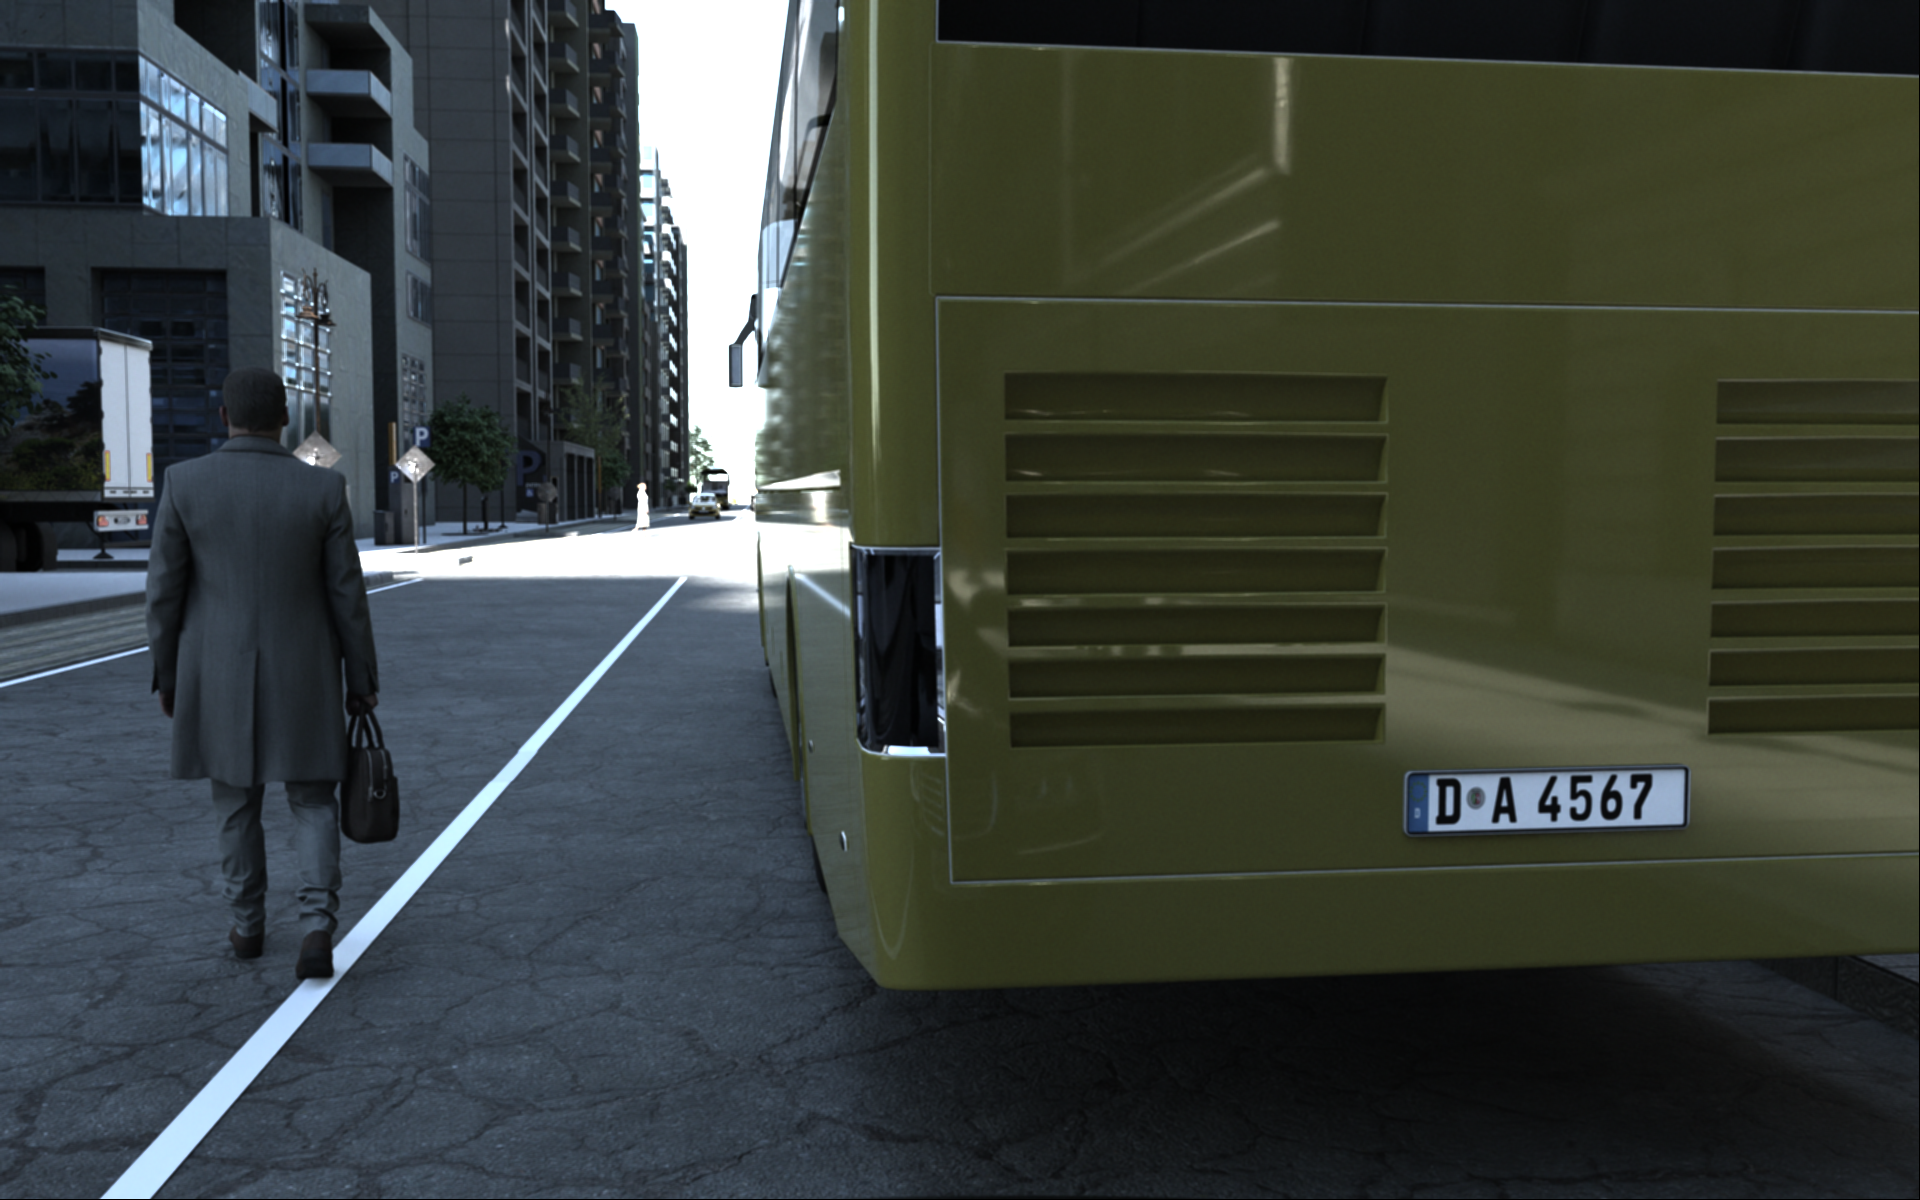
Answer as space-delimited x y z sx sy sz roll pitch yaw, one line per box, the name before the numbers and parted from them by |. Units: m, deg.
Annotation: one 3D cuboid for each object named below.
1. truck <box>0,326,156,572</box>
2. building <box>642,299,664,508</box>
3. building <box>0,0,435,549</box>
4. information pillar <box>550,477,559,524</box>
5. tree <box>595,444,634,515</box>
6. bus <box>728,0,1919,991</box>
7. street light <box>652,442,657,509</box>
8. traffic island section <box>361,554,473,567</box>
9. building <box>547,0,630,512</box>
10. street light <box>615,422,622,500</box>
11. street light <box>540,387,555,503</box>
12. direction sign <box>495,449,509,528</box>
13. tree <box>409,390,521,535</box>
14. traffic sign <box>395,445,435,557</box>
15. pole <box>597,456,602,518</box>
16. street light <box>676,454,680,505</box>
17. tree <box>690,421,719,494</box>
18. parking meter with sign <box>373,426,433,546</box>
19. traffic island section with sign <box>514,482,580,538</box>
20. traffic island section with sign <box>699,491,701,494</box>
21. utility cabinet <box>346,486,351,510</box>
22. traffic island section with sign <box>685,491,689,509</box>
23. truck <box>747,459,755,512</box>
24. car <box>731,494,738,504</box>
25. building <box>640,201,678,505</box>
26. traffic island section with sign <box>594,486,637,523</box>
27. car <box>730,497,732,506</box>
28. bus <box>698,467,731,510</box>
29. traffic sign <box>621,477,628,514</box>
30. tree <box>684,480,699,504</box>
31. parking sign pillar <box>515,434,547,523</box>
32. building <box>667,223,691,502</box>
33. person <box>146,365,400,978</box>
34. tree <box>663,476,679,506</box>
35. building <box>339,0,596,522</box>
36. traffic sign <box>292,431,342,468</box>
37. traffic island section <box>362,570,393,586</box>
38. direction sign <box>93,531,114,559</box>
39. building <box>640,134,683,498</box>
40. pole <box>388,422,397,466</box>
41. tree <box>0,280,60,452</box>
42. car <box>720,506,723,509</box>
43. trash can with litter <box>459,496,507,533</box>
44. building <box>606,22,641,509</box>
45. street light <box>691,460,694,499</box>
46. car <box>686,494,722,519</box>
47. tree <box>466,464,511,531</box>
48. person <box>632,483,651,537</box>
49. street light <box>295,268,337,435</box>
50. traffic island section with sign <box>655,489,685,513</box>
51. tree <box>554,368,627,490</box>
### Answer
truck | -20.079 -2.496 29.726 11.283 4.237 2.839 0 4 -5
building | -43.322 -19.652 166.342 27.650 21.520 28.899 0 4 -7
building | -28.891 -45.228 52.142 22.319 86.520 31.000 0 4 -7
information pillar | -17.208 -4.221 73.507 0.304 2.012 0.304 -1 4 -17
tree | -21.797 -7.528 106.789 4.285 4.588 4.351 0 3 0
bus | 0.250 -1.076 9.147 2.896 3.916 12.252 0 4 -8
street light | -26.528 -10.849 150.168 0.468 5.910 1.993 0 4 -7
traffic island section | -11.152 -0.807 35.469 2.009 0.180 2.903 0 4 -7
building | -35.509 -28.658 123.175 22.147 44.769 28.867 0 4 -7
street light | -22.026 -8.485 111.523 0.468 5.910 1.993 0 4 -7
street light | -17.780 -6.243 74.865 0.468 5.910 1.993 0 4 -7
direction sign | -17.135 -4.455 64.833 0.379 3.537 0.876 1 4 17
tree | -15.522 -4.320 54.342 4.285 4.588 4.351 0 3 0
traffic sign | -11.130 -1.943 35.410 0.795 2.450 0.064 0 4 -7
pole | -19.276 -6.040 92.602 0.158 3.312 0.155 0 3 0
street light | -31.632 -13.551 194.346 0.468 5.910 1.993 0 4 -7
tree | -40.910 -21.411 268.203 7.486 12.596 7.792 0 3 0
parking meter with sign | -14.084 -2.904 43.738 0.543 3.016 1.738 1 4 21
traffic island section with sign | -13.746 -3.002 57.714 1.989 1.847 2.006 0 4 -7
traffic island section with sign | -35.236 -14.350 243.250 1.989 1.847 2.006 0 4 -7
utility cabinet | -14.513 -1.919 40.051 0.318 1.500 1.173 1 4 10
traffic island section with sign | -25.732 -9.337 161.281 1.989 1.847 2.006 0 4 -7
truck | -15.988 -9.404 142.667 2.839 4.237 11.283 -1 4 -8
car | -31.975 -14.173 241.951 2.015 1.641 3.980 0 4 -6
building | -49.814 -31.279 203.296 32.217 40.220 23.993 0 4 -7
traffic island section with sign | -16.891 -4.671 84.999 1.989 1.847 2.006 0 4 -7
car | -28.529 -12.267 209.363 1.959 1.807 4.718 0 4 -8
bus | -22.619 -10.332 160.473 2.896 3.916 12.252 0 4 -7
traffic sign | -21.507 -6.727 110.092 0.768 2.556 0.104 0 4 -1
tree | -35.463 -14.183 226.485 1.663 3.219 1.824 0 3 0
parking sign pillar | -19.081 -5.420 77.085 1.447 3.967 1.447 1 4 10
building | -46.957 -34.851 253.405 14.154 41.232 14.086 0 4 -7
person | -2.074 0.205 5.244 0.694 1.812 0.767 -1 4 -19
tree | -31.437 -11.774 187.107 1.663 3.219 1.824 0 3 0
building | -29.474 -39.649 86.509 20.563 71.187 20.611 0 4 -7
traffic sign | -10.211 -1.458 27.478 0.795 2.450 0.064 0 4 -7
traffic island section | -10.234 -0.321 27.537 2.009 0.180 2.903 0 4 -7
direction sign | -16.934 -2.577 34.131 0.876 3.537 0.379 -3 4 -38
building | -49.426 -37.364 230.504 23.786 49.044 30.456 0 4 -7
pole | -16.139 -3.392 49.306 0.158 3.312 0.155 0 3 0
tree | -11.546 -2.126 18.480 4.285 4.588 4.351 0 3 0
car | -24.190 -9.752 172.020 1.945 1.354 3.894 0 4 -5
trash can with litter | -16.084 -2.882 58.174 1.678 1.210 2.233 -1 4 -9
building | -34.201 -28.221 145.013 14.154 41.232 14.086 0 4 -7
street light | -35.990 -15.916 233.007 0.468 5.910 1.993 0 4 -7
car | -14.614 -5.439 99.154 2.015 1.641 3.980 0 4 -6
tree | -16.469 -4.041 60.677 1.663 3.219 1.824 0 3 0
person | -10.647 -2.999 57.756 0.641 1.798 0.478 0 4 7
street light | -13.172 -3.839 35.551 0.468 5.910 1.993 0 4 -7
traffic island section with sign | -22.636 -7.699 134.503 1.989 1.847 2.006 0 4 -7
tree | -21.763 -9.297 102.366 4.737 8.622 4.395 0 3 0
